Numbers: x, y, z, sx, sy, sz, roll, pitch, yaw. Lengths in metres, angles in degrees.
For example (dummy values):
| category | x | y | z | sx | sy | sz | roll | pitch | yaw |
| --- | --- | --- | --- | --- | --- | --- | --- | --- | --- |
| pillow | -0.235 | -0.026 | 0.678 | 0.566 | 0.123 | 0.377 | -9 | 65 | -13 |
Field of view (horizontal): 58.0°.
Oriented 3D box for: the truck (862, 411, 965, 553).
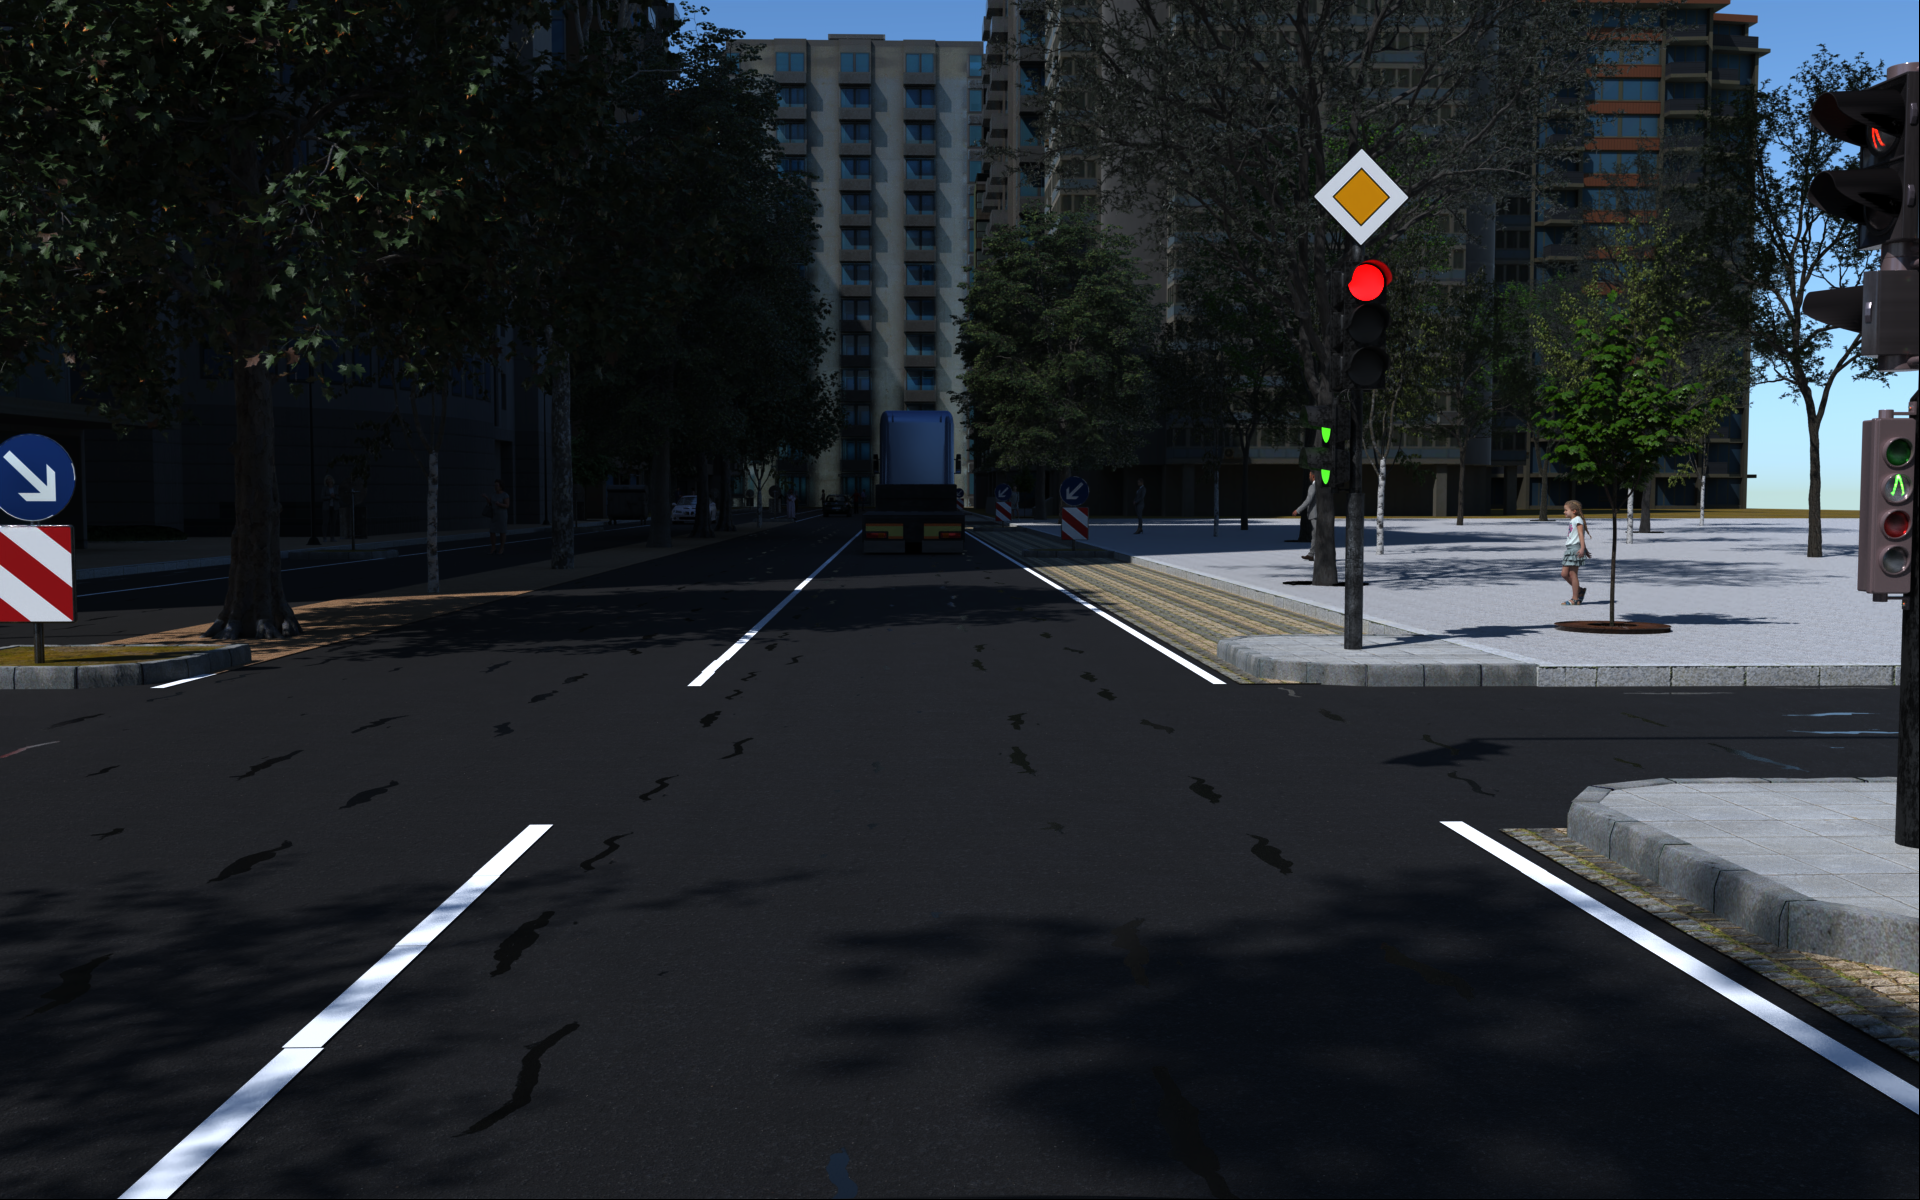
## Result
| category | x | y | z | sx | sy | sz | roll | pitch | yaw |
| --- | --- | --- | --- | --- | --- | --- | --- | --- | --- |
| truck | -1.279 | -3.687 | 50.045 | 2.967 | 4.110 | 18.799 | 0 | 4 | -1 |

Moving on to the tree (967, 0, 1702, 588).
| category | x | y | z | sx | sy | sz | roll | pitch | yaw |
| --- | --- | --- | --- | --- | --- | --- | --- | --- | --- |
| tree | 5.043 | -6.955 | 24.087 | 12.009 | 13.543 | 11.850 | 0 | 3 | 0 |

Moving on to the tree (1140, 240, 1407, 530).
| category | x | y | z | sx | sy | sz | roll | pitch | yaw |
| --- | --- | --- | --- | --- | --- | --- | --- | --- | --- |
| tree | 9.905 | -7.757 | 61.234 | 8.767 | 10.594 | 7.601 | 3 | 5 | 40 |

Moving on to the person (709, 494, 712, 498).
| category | x | y | z | sx | sy | sz | roll | pitch | yaw |
| --- | --- | --- | --- | --- | --- | --- | --- | --- | --- |
| person | -15.535 | -5.878 | 107.862 | 0.557 | 1.426 | 1.065 | -2 | 4 | -28 |

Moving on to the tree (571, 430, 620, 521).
| category | x | y | z | sx | sy | sz | roll | pitch | yaw |
| --- | --- | --- | --- | --- | --- | --- | --- | --- | --- |
| tree | -18.135 | -6.095 | 83.365 | 4.285 | 4.588 | 4.351 | 0 | 3 | 0 |

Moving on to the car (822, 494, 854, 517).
| category | x | y | z | sx | sy | sz | roll | pitch | yaw |
| --- | --- | --- | --- | --- | --- | --- | --- | --- | --- |
| car | -7.704 | -6.067 | 108.989 | 2.009 | 1.686 | 4.222 | 0 | 4 | -2 |

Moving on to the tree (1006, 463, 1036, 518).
| category | x | y | z | sx | sy | sz | roll | pitch | yaw |
| --- | --- | --- | --- | --- | --- | --- | --- | --- | --- |
| tree | 3.508 | -6.061 | 93.694 | 1.663 | 3.219 | 1.824 | 0 | 3 | 0 |

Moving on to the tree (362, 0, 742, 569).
| category | x | y | z | sx | sy | sz | roll | pitch | yaw |
| --- | --- | --- | --- | --- | --- | --- | --- | --- | --- |
| tree | -8.815 | -10.696 | 33.225 | 12.611 | 20.169 | 13.585 | 0 | 3 | 0 |

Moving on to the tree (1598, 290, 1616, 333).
| category | x | y | z | sx | sy | sz | roll | pitch | yaw |
| --- | --- | --- | --- | --- | --- | --- | --- | --- | --- |
| tree | 27.496 | -9.532 | 81.606 | 9.928 | 11.665 | 9.643 | 0 | 3 | 0 |

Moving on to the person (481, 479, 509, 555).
| category | x | y | z | sx | sy | sz | roll | pitch | yaw |
| --- | --- | --- | --- | --- | --- | --- | --- | --- | --- |
| person | -10.962 | -1.947 | 40.694 | 0.716 | 1.782 | 0.532 | 1 | 4 | 21 |

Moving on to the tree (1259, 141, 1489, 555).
| category | x | y | z | sx | sy | sz | roll | pitch | yaw |
| --- | --- | --- | --- | --- | --- | --- | --- | --- | --- |
| tree | 9.020 | -5.284 | 36.758 | 4.360 | 8.622 | 3.978 | 0 | 3 | 0 |

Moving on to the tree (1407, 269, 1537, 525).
| category | x | y | z | sx | sy | sz | roll | pitch | yaw |
| --- | --- | --- | --- | --- | --- | --- | --- | --- | --- |
| tree | 20.873 | -8.350 | 70.930 | 7.601 | 10.594 | 8.767 | -1 | 4 | -19 |

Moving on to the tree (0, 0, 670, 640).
| category | x | y | z | sx | sy | sz | roll | pitch | yaw |
| --- | --- | --- | --- | --- | --- | --- | --- | --- | --- |
| tree | -7.077 | -5.977 | 17.184 | 9.611 | 12.733 | 9.660 | 0 | 3 | 0 |

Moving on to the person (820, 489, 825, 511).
| category | x | y | z | sx | sy | sz | roll | pitch | yaw |
| --- | --- | --- | --- | --- | --- | --- | --- | --- | --- |
| person | -11.416 | -8.302 | 144.245 | 0.705 | 1.823 | 1.348 | 0 | 4 | 6 |

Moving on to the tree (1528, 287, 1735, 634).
| category | x | y | z | sx | sy | sz | roll | pitch | yaw |
| --- | --- | --- | --- | --- | --- | --- | --- | --- | --- |
| tree | 6.136 | -1.333 | 16.390 | 1.663 | 3.219 | 1.824 | 0 | 3 | 0 |

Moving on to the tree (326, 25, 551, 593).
| category | x | y | z | sx | sy | sz | roll | pitch | yaw |
| --- | --- | --- | --- | --- | --- | --- | --- | --- | --- |
| tree | -7.646 | -4.417 | 25.042 | 4.360 | 8.622 | 3.978 | 0 | 3 | 0 |

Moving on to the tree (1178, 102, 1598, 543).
| category | x | y | z | sx | sy | sz | roll | pitch | yaw |
| --- | --- | --- | --- | --- | --- | --- | --- | --- | --- |
| tree | 9.388 | -7.342 | 45.792 | 9.928 | 11.665 | 9.643 | 0 | 3 | 0 |

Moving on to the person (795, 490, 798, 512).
| category | x | y | z | sx | sy | sz | roll | pitch | yaw |
| --- | --- | --- | --- | --- | --- | --- | --- | --- | --- |
| person | -13.327 | -7.994 | 139.931 | 0.721 | 1.736 | 1.217 | 0 | 4 | 1 |

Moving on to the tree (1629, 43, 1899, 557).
| category | x | y | z | sx | sy | sz | roll | pitch | yaw |
| --- | --- | --- | --- | --- | --- | --- | --- | --- | --- |
| tree | 17.635 | -6.161 | 35.150 | 8.767 | 10.594 | 7.601 | 3 | 5 | 42 |

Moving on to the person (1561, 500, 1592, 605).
| category | x | y | z | sx | sy | sz | roll | pitch | yaw |
| --- | --- | --- | --- | --- | --- | --- | --- | --- | --- |
| person | 7.132 | -0.542 | 19.920 | 0.382 | 1.210 | 0.505 | 0 | 4 | 3 |

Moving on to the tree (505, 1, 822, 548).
| category | x | y | z | sx | sy | sz | roll | pitch | yaw |
| --- | --- | --- | --- | --- | --- | --- | --- | --- | --- |
| tree | -8.059 | -8.374 | 46.035 | 9.857 | 13.997 | 8.962 | 0 | 3 | 0 |

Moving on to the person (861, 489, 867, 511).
| category | x | y | z | sx | sy | sz | roll | pitch | yaw |
| --- | --- | --- | --- | --- | --- | --- | --- | --- | --- |
| person | -7.945 | -8.348 | 144.863 | 0.599 | 1.838 | 0.709 | -1 | 4 | -15 |

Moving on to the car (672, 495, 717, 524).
| category | x | y | z | sx | sy | sz | roll | pitch | yaw |
| --- | --- | --- | --- | --- | --- | --- | --- | --- | --- |
| car | -12.783 | -4.350 | 83.477 | 2.083 | 1.381 | 4.827 | 0 | 4 | -3 |

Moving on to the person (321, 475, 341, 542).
| category | x | y | z | sx | sy | sz | roll | pitch | yaw |
| --- | --- | --- | --- | --- | --- | --- | --- | --- | --- |
| person | -16.845 | -2.460 | 46.453 | 0.537 | 1.800 | 0.526 | -2 | 4 | -23 |

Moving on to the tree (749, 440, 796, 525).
| category | x | y | z | sx | sy | sz | roll | pitch | yaw |
| --- | --- | --- | --- | --- | --- | --- | --- | --- | --- |
| tree | -9.011 | -7.665 | 78.150 | 4.737 | 8.622 | 4.395 | 0 | 3 | 0 |

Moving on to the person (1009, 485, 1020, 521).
| category | x | y | z | sx | sy | sz | roll | pitch | yaw |
| --- | --- | --- | --- | --- | --- | --- | --- | --- | --- |
| person | 2.592 | -4.586 | 82.021 | 0.512 | 1.701 | 0.522 | 0 | 4 | 4 |

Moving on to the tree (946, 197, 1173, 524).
| category | x | y | z | sx | sy | sz | roll | pitch | yaw |
| --- | --- | --- | --- | --- | --- | --- | --- | --- | --- |
| tree | 4.402 | -10.185 | 73.184 | 9.857 | 13.997 | 8.962 | 0 | 3 | 0 |

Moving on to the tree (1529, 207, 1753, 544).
| category | x | y | z | sx | sy | sz | roll | pitch | yaw |
| --- | --- | --- | --- | --- | --- | --- | --- | --- | --- |
| tree | 17.176 | -5.771 | 44.718 | 4.737 | 8.622 | 4.395 | 0 | 3 | 0 |

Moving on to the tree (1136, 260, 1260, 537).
| category | x | y | z | sx | sy | sz | roll | pitch | yaw |
| --- | --- | --- | --- | --- | --- | --- | --- | --- | --- |
| tree | 7.499 | -6.221 | 52.077 | 4.360 | 8.622 | 3.978 | 0 | 3 | 0 |

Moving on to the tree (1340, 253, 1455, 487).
| category | x | y | z | sx | sy | sz | roll | pitch | yaw |
| --- | --- | --- | --- | --- | --- | --- | --- | --- | --- |
| tree | 12.850 | -6.252 | 52.589 | 4.737 | 8.622 | 4.395 | 0 | 3 | 0 |

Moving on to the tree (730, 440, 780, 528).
| category | x | y | z | sx | sy | sz | roll | pitch | yaw |
| --- | --- | --- | --- | --- | --- | --- | --- | --- | --- |
| tree | -8.547 | -7.372 | 73.344 | 4.360 | 8.622 | 3.978 | 0 | 3 | 0 |

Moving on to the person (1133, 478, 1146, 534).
| category | x | y | z | sx | sy | sz | roll | pitch | yaw |
| --- | --- | --- | --- | --- | --- | --- | --- | --- | --- |
| person | 5.715 | -3.024 | 55.755 | 0.573 | 1.790 | 0.520 | -2 | 4 | -31 |

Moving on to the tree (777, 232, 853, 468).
| category | x | y | z | sx | sy | sz | roll | pitch | yaw |
| --- | --- | --- | --- | --- | --- | --- | --- | --- | --- |
| tree | -8.433 | -8.378 | 56.448 | 9.611 | 12.733 | 9.660 | 0 | 3 | 0 |

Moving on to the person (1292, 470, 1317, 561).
| category | x | y | z | sx | sy | sz | roll | pitch | yaw |
| --- | --- | --- | --- | --- | --- | --- | --- | --- | --- |
| person | 6.798 | -1.628 | 32.931 | 0.678 | 1.792 | 0.850 | -3 | 5 | -44 |
